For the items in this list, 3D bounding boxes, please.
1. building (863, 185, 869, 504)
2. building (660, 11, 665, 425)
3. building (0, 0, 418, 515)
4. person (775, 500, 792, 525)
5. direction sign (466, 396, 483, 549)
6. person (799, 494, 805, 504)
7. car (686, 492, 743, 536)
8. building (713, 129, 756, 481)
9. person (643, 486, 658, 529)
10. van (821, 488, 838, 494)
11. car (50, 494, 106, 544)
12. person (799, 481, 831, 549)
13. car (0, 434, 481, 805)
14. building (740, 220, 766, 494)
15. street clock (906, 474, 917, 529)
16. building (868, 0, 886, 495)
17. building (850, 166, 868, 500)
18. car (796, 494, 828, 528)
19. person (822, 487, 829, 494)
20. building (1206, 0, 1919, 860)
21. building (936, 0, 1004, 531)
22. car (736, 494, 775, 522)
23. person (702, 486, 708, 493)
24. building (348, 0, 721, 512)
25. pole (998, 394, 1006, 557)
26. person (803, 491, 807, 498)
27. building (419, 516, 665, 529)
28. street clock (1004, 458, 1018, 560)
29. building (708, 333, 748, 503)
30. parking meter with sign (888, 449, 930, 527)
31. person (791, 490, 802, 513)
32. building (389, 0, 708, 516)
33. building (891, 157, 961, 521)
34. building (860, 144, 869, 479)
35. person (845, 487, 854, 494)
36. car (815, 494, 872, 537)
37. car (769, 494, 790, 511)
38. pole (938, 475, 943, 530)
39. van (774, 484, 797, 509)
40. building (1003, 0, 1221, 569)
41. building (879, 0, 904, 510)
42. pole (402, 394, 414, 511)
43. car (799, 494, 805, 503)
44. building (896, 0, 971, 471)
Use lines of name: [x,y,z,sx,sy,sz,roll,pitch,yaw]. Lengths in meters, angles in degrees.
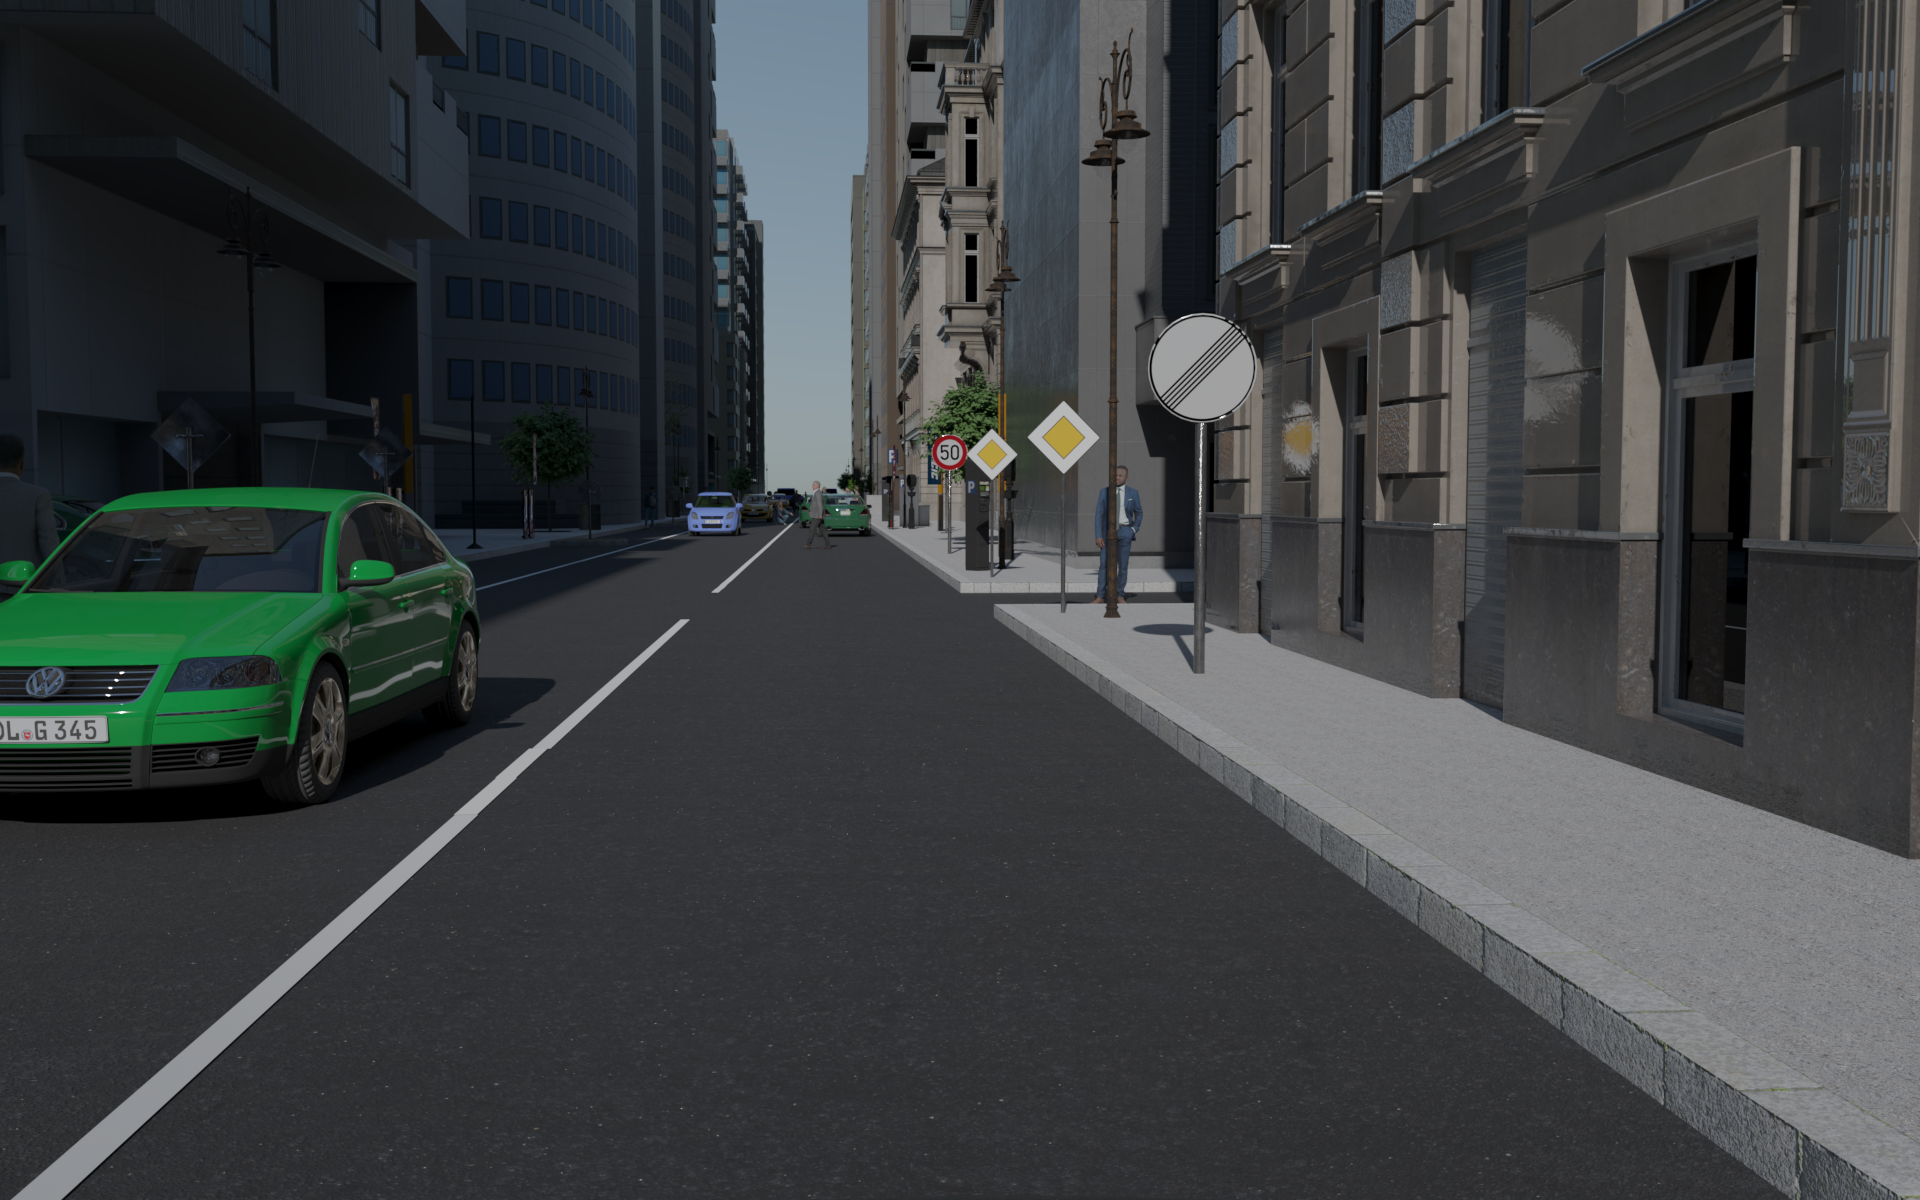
building: [-5.978,-33.546,232.069,14.154,41.232,14.086,0,4,-4]
building: [-26.029,-27.941,106.944,14.600,45.320,14.200,0,4,-4]
building: [-26.738,-27.411,37.410,28.713,52.752,27.495,0,4,-4]
person: [-8.247,-4.094,80.931,0.738,1.151,1.012,3,5,43]
direction sign: [-11.383,-2.968,40.517,0.379,3.537,0.876,-1,4,-18]
person: [-11.125,-6.753,122.152,0.421,1.427,0.697,-3,5,-41]
car: [-8.472,-3.079,59.925,1.945,1.707,3.694,0,4,-5]
building: [-39.306,-37.213,228.045,23.786,49.044,30.456,0,4,-4]
person: [-12.703,-3.812,71.172,0.623,1.781,0.721,0,4,-7]
van: [-14.273,-11.248,188.285,2.240,2.365,5.245,0,4,-6]
car: [-12.281,-0.617,21.884,4.920,1.459,2.131,0,4,-5]
person: [-3.787,-2.219,45.176,0.834,1.777,0.661,-1,4,-11]
car: [-3.868,-0.034,9.348,1.959,1.807,4.718,0,4,-3]
building: [-35.628,-34.696,250.865,14.154,41.232,14.086,0,4,-4]
street clock: [-1.774,-3.601,63.451,0.358,2.002,0.471,-2,4,-24]
building: [1.911,-37.941,162.341,21.231,58.520,28.212,0,4,-4]
building: [-4.914,-38.313,250.120,21.300,48.544,21.600,0,4,-4]
car: [-5.944,-3.808,74.063,2.131,1.459,4.920,0,4,-4]
person: [-6.067,-4.233,78.136,0.576,1.772,0.534,-2,4,-32]
building: [9.015,-12.695,4.830,12.463,27.353,25.104,0,4,-4]
building: [6.430,-15.036,64.925,14.460,24.649,34.723,0,4,-4]
car: [-10.497,-4.810,88.873,2.015,1.641,3.980,0,4,-4]
person: [-12.506,-4.689,85.262,0.391,1.810,0.635,-3,5,-45]
building: [-35.932,-34.633,155.491,28.713,52.752,27.495,0,4,-4]
pole: [0.860,-2.541,35.394,0.158,3.312,0.155,0,3,0]
person: [-17.905,-11.753,201.367,1.217,1.736,0.721,-2,4,-24]
building: [-24.650,-32.495,73.290,21.231,58.520,28.212,0,4,-4]
street clock: [0.963,-1.790,33.841,0.358,2.002,0.471,0,4,6]
building: [-38.970,-21.661,199.200,27.650,21.520,28.899,0,4,-4]
parking meter with sign: [-1.971,-4.381,67.882,1.738,3.016,0.543,-3,5,-40]
person: [-12.644,-7.621,133.652,0.990,1.755,0.434,-2,4,-27]
building: [-30.288,-35.807,127.441,21.231,58.520,28.212,0,4,-4]
building: [1.997,-13.902,91.925,10.561,19.102,19.286,0,4,-4]
building: [-0.126,-36.109,209.988,23.786,49.044,30.456,0,4,-4]
person: [-5.898,-5.151,92.981,0.793,1.790,0.793,3,5,44]
car: [-4.047,-2.920,59.535,2.131,1.459,4.920,0,4,-6]
car: [-15.429,-8.373,147.119,2.015,1.641,3.980,0,4,-4]
pole: [-0.686,-4.106,60.981,0.158,3.312,0.155,0,3,0]
van: [-16.321,-9.704,163.041,2.240,2.365,5.245,0,4,-3]
building: [16.438,-13.226,35.317,30.058,24.678,14.314,0,4,-4]
building: [0.662,-30.049,141.417,14.600,45.320,14.200,0,4,-4]
pole: [-11.293,-2.545,35.449,0.158,3.312,0.155,0,3,0]
car: [-22.783,-14.212,244.364,2.014,1.417,4.499,0,4,-4]
building: [9.451,-32.501,120.635,28.713,52.752,27.495,0,4,-4]
